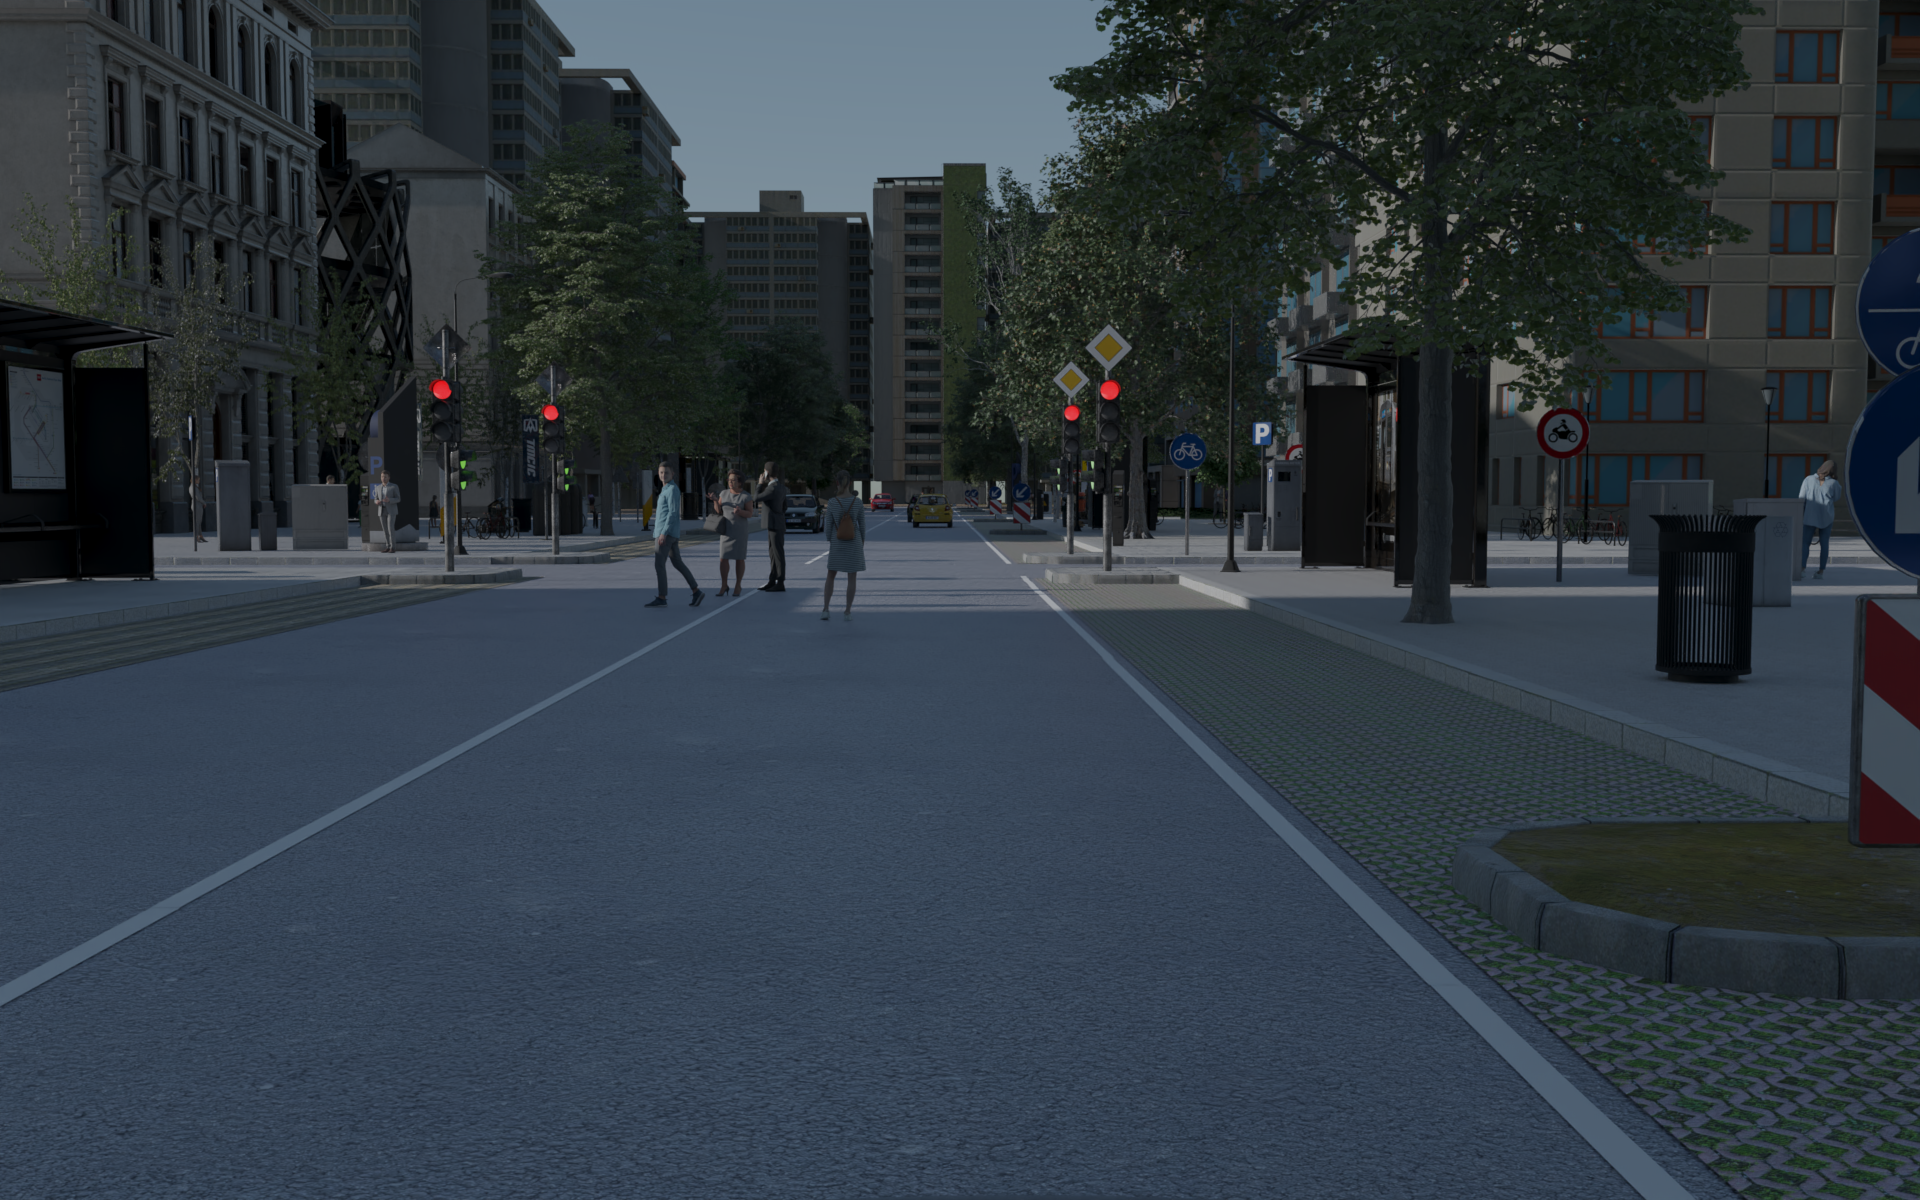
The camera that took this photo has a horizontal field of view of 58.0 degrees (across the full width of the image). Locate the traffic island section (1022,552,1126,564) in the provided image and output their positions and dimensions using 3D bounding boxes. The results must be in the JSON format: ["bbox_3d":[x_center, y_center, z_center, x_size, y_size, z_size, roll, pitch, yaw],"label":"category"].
[{"bbox_3d":[2.366,-0.889,36.810,2.009,0.180,2.903,0,4,-1],"label":"traffic island section"}]

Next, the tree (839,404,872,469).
[{"bbox_3d":[-12.856,-15.775,183.670,9.928,11.665,9.643,0,3,0],"label":"tree"}]

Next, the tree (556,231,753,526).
[{"bbox_3d":[-12.033,-8.785,69.384,9.928,11.665,9.643,0,3,0],"label":"tree"}]

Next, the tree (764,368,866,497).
[{"bbox_3d":[-12.912,-14.416,152.711,9.611,12.733,9.660,0,3,0],"label":"tree"}]

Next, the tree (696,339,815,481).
[{"bbox_3d":[-12.608,-10.448,105.238,8.767,10.594,7.601,1,4,17],"label":"tree"}]

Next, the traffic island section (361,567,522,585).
[{"bbox_3d":[-8.468,-0.392,28.685,2.009,0.180,2.903,0,4,-1],"label":"traffic island section"}]

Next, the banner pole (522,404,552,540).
[{"bbox_3d":[-11.727,-3.549,48.037,0.863,3.779,0.401,-1,4,-8],"label":"banner pole"}]

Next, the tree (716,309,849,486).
[{"bbox_3d":[-12.520,-13.122,121.193,9.857,13.997,8.962,0,3,0],"label":"tree"}]

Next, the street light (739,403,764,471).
[{"bbox_3d":[-10.719,-7.094,88.521,1.470,5.913,1.316,0,4,-1],"label":"street light"}]

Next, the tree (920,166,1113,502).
[{"bbox_3d":[4.143,-14.858,98.812,12.611,20.169,13.585,0,3,0],"label":"tree"}]

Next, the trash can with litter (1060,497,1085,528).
[{"bbox_3d":[4.361,-3.362,66.356,0.624,1.170,1.055,-3,5,-45],"label":"trash can with litter"}]

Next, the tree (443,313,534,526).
[{"bbox_3d":[-20.621,-7.307,69.826,4.737,8.622,4.395,0,3,0],"label":"tree"}]

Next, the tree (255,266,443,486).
[{"bbox_3d":[-19.932,-6.414,55.231,4.737,8.622,4.395,0,3,0],"label":"tree"}]

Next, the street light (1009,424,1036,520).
[{"bbox_3d":[3.141,-6.897,85.302,1.470,5.913,1.316,0,4,-1],"label":"street light"}]

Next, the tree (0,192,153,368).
[{"bbox_3d":[-21.471,-5.601,41.947,4.737,8.622,4.395,0,3,0],"label":"tree"}]

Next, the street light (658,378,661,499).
[{"bbox_3d":[-10.319,-5.500,62.467,1.470,5.913,1.316,0,4,-1],"label":"street light"}]

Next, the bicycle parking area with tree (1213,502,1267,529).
[{"bbox_3d":[13.632,-4.818,65.774,9.016,4.147,8.231,2,4,31],"label":"bicycle parking area with tree"}]

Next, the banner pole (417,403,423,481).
[{"bbox_3d":[-13.287,-3.185,42.091,0.863,3.779,0.401,3,5,39],"label":"banner pole"}]

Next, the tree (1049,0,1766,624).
[{"bbox_3d":[4.710,-6.070,17.371,7.486,12.596,7.792,0,3,0],"label":"tree"}]

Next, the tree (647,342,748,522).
[{"bbox_3d":[-11.847,-7.938,80.149,4.737,8.622,4.395,0,3,0],"label":"tree"}]

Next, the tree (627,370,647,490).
[{"bbox_3d":[-18.934,-8.916,96.136,4.737,8.622,4.395,0,3,0],"label":"tree"}]

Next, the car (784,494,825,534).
[{"bbox_3d":[-5.966,-3.316,64.004,2.009,1.686,4.222,0,4,0],"label":"car"}]

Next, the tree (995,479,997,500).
[{"bbox_3d":[3.854,-13.530,171.578,4.360,8.622,3.978,0,3,0],"label":"tree"}]

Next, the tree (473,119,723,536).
[{"bbox_3d":[-11.395,-8.276,53.435,7.486,12.596,7.792,0,3,0],"label":"tree"}]

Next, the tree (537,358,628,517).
[{"bbox_3d":[-20.255,-8.474,88.918,4.737,8.622,4.395,0,3,0],"label":"tree"}]

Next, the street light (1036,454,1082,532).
[{"bbox_3d":[3.482,-5.303,59.247,1.470,5.913,1.316,0,4,-1],"label":"street light"}]

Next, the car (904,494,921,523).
[{"bbox_3d":[-1.845,-4.825,88.672,2.009,1.686,4.222,0,4,-1],"label":"car"}]

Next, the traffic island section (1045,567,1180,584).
[{"bbox_3d":[2.473,-0.400,28.825,2.009,0.180,2.903,0,4,-1],"label":"traffic island section"}]

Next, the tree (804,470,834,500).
[{"bbox_3d":[-13.251,-10.810,160.461,4.285,4.588,4.351,0,3,0],"label":"tree"}]

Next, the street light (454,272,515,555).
[{"bbox_3d":[-10.024,-3.906,36.406,1.470,5.913,1.316,0,4,-1],"label":"street light"}]

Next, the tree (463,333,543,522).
[{"bbox_3d":[-20.895,-7.900,79.526,4.360,8.622,3.978,0,3,0],"label":"tree"}]

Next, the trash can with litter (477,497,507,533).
[{"bbox_3d":[-15.368,-2.767,56.630,1.055,1.170,0.624,1,4,16],"label":"trash can with litter"}]

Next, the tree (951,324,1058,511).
[{"bbox_3d":[3.802,-13.580,128.691,9.857,13.997,8.962,0,3,0],"label":"tree"}]

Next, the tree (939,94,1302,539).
[{"bbox_3d":[4.954,-8.090,49.277,9.611,12.733,9.660,0,3,0],"label":"tree"}]

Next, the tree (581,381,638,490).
[{"bbox_3d":[-22.152,-9.702,108.985,4.360,8.622,3.978,0,3,0],"label":"tree"}]

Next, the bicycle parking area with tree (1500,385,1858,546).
[{"bbox_3d":[19.139,-3.626,46.294,8.231,4.147,9.016,0,4,5],"label":"bicycle parking area with tree"}]

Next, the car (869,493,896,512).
[{"bbox_3d":[-6.293,-8.081,141.169,2.155,1.783,4.494,0,4,-1],"label":"car"}]

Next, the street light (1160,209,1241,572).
[{"bbox_3d":[3.914,-3.413,28.342,1.470,5.913,1.316,0,4,-1],"label":"street light"}]

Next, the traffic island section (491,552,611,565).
[{"bbox_3d":[-8.574,-0.880,36.669,2.009,0.180,2.903,0,4,-1],"label":"traffic island section"}]

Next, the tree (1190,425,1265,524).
[{"bbox_3d":[11.262,-5.514,73.869,4.285,4.588,4.351,0,3,0],"label":"tree"}]

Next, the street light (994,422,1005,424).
[{"bbox_3d":[2.791,-8.490,111.357,1.470,5.913,1.316,0,4,-1],"label":"street light"}]

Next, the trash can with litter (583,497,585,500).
[{"bbox_3d":[-15.618,-3.580,69.918,1.055,1.170,0.624,-2,4,-30],"label":"trash can with litter"}]

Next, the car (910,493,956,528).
[{"bbox_3d":[-1.163,-3.959,74.952,2.015,1.641,3.980,0,4,0],"label":"car"}]

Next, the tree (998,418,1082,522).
[{"bbox_3d":[4.261,-7.805,77.970,4.360,8.622,3.978,0,3,0],"label":"tree"}]

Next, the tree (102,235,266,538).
[{"bbox_3d":[-21.720,-6.001,48.473,4.360,8.622,3.978,0,3,0],"label":"tree"}]

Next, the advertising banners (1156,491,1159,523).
[{"bbox_3d":[8.387,-4.987,77.731,0.090,3.025,2.074,-2,4,-23],"label":"advertising banners"}]
